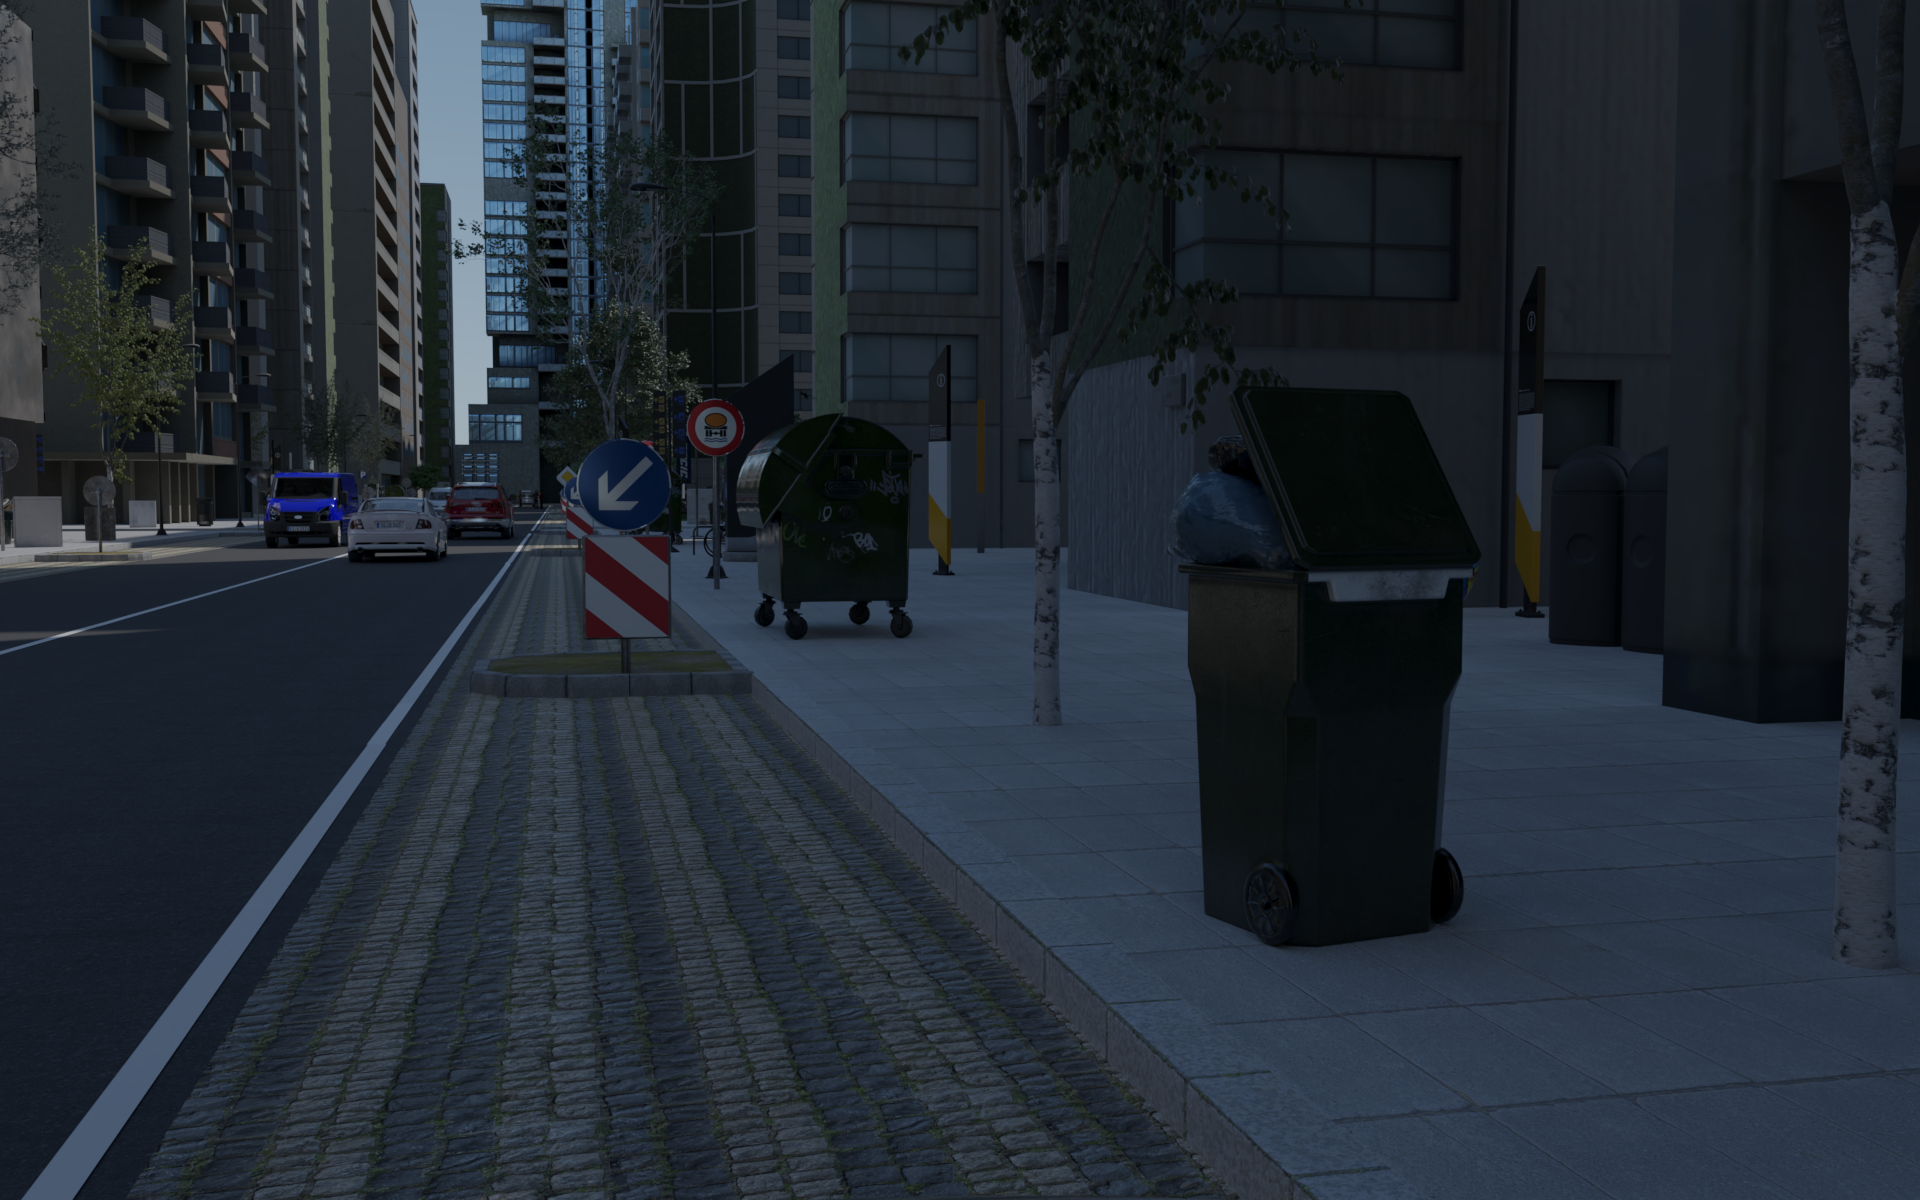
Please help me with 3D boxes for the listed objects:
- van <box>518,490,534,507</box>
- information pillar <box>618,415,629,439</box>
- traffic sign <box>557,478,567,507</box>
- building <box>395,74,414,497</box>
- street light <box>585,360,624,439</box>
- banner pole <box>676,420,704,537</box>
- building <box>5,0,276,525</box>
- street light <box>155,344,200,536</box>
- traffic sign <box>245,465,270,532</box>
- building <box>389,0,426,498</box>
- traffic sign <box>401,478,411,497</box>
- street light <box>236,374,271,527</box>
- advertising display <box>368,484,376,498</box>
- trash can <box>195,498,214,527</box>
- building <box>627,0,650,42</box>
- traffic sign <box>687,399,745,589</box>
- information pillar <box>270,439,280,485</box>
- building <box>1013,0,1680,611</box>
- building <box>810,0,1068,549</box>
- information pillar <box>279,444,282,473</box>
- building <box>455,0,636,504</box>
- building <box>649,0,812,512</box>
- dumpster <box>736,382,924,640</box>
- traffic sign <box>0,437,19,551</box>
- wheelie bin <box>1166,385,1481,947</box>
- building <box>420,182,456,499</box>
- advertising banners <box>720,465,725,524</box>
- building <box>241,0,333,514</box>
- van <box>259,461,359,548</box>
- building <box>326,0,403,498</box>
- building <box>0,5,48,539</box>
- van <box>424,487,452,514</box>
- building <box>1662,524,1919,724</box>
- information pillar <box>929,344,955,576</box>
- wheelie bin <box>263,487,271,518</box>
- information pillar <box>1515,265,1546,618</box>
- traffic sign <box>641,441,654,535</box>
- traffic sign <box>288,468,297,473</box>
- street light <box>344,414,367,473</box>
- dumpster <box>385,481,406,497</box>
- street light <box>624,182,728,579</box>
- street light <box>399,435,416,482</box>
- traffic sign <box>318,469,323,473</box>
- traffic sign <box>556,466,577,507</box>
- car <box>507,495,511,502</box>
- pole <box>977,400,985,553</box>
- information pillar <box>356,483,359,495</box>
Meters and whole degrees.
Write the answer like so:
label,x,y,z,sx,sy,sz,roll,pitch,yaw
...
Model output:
label,x,y,z,sx,sy,sz,roll,pitch,yaw
van,-49.588,-11.698,198.278,2.013,2.044,4.112,-1,4,-13
information pillar,-9.966,-3.670,51.362,0.183,3.616,0.504,-3,5,-40
traffic sign,-15.734,-4.017,69.327,0.795,2.450,0.064,-1,4,-13
building,-64.736,-32.383,179.574,14.600,45.320,14.200,-1,4,-13
street light,-12.185,-5.373,60.384,1.470,5.913,1.316,-1,4,-13
banner pole,-8.102,-3.779,51.799,0.863,3.779,0.401,-2,4,-24
building,-46.003,-26.188,82.800,22.147,44.769,28.867,-1,4,-13
street light,-24.225,-4.961,53.646,1.470,5.913,1.316,-1,4,-13
traffic sign,-24.014,-3.401,59.241,0.795,2.450,0.064,-1,4,-13
building,-75.938,-39.999,195.988,28.212,58.520,21.231,-1,4,-13
traffic sign,-43.899,-8.394,137.348,0.768,2.556,0.104,-1,4,-11
street light,-27.258,-5.765,66.802,1.470,5.913,1.316,-1,4,-13
advertising display,-37.473,-6.433,110.401,0.123,1.923,0.974,0,4,6
trash can,-29.892,-3.480,68.550,0.748,1.137,0.748,0,3,0
building,-22.665,-33.793,172.125,23.786,49.044,30.456,-1,4,-13
traffic sign,-3.273,-1.415,23.248,0.768,2.556,0.104,-1,4,-11
information pillar,-29.230,-5.036,73.693,0.183,3.616,0.504,-2,4,-28
building,7.822,-15.561,26.120,14.160,30.474,14.107,-1,4,-13
building,2.696,-22.242,47.246,14.154,41.232,14.086,-1,4,-13
information pillar,-31.505,-5.414,79.867,0.504,3.616,0.183,-1,4,-17
building,-52.640,-56.475,236.038,31.000,86.520,22.319,-1,4,-13
building,-14.650,-42.311,130.039,20.563,71.187,20.611,-1,4,-13
dumpster,-1.222,-0.828,16.030,1.502,2.255,1.985,-1,4,-13
traffic sign,-21.568,-2.376,38.957,0.768,2.556,0.104,0,4,-5
wheelie bin,1.046,0.168,5.165,0.980,1.594,0.693,-2,4,-25
building,-74.328,-33.332,228.580,14.086,41.232,14.154,-1,4,-13
advertising banners,-10.199,-4.775,74.260,0.090,3.025,2.074,-1,4,-12
building,-49.226,-26.266,113.045,14.154,41.232,14.086,-1,4,-13
van,-17.971,-2.675,48.116,2.240,2.365,5.245,-1,4,-12
building,-59.670,-31.988,146.704,21.300,48.544,21.600,-1,4,-13
building,-34.736,-10.842,44.726,16.811,18.784,16.820,-1,4,-13
van,-31.471,-5.998,105.080,2.013,2.044,4.112,-1,4,-14
building,16.996,-23.089,1.199,21.300,48.544,21.600,-1,4,-13
information pillar,-0.310,-2.202,27.353,0.183,3.616,0.504,-3,4,-38
wheelie bin,-30.065,-4.140,75.602,0.693,1.594,0.980,-2,4,-31
information pillar,5.944,-1.633,18.055,0.183,3.616,0.504,0,4,-3
traffic sign,-7.469,-2.522,41.343,0.768,2.556,0.104,-1,4,-11
traffic sign,-25.817,-3.876,67.020,0.795,2.450,0.064,-1,4,-13
street light,-35.210,-7.844,100.788,1.470,5.913,1.316,-1,4,-13
dumpster,-43.044,-7.914,131.880,1.502,2.255,1.985,-1,4,-13
street light,-4.236,-3.275,26.090,1.470,5.913,1.316,-1,4,-13
street light,-43.159,-9.957,135.329,1.470,5.913,1.316,-1,4,-13
traffic sign,-33.125,-5.488,89.727,0.884,2.594,0.081,0,4,-5
traffic sign,-13.931,-3.542,61.548,0.795,2.450,0.064,-1,4,-13
car,-54.250,-11.820,205.840,1.945,1.354,3.894,-1,4,-13
pole,0.457,-2.672,37.529,0.158,3.312,0.155,0,3,0
information pillar,-39.301,-6.619,112.707,0.304,2.012,0.304,-1,4,-10
